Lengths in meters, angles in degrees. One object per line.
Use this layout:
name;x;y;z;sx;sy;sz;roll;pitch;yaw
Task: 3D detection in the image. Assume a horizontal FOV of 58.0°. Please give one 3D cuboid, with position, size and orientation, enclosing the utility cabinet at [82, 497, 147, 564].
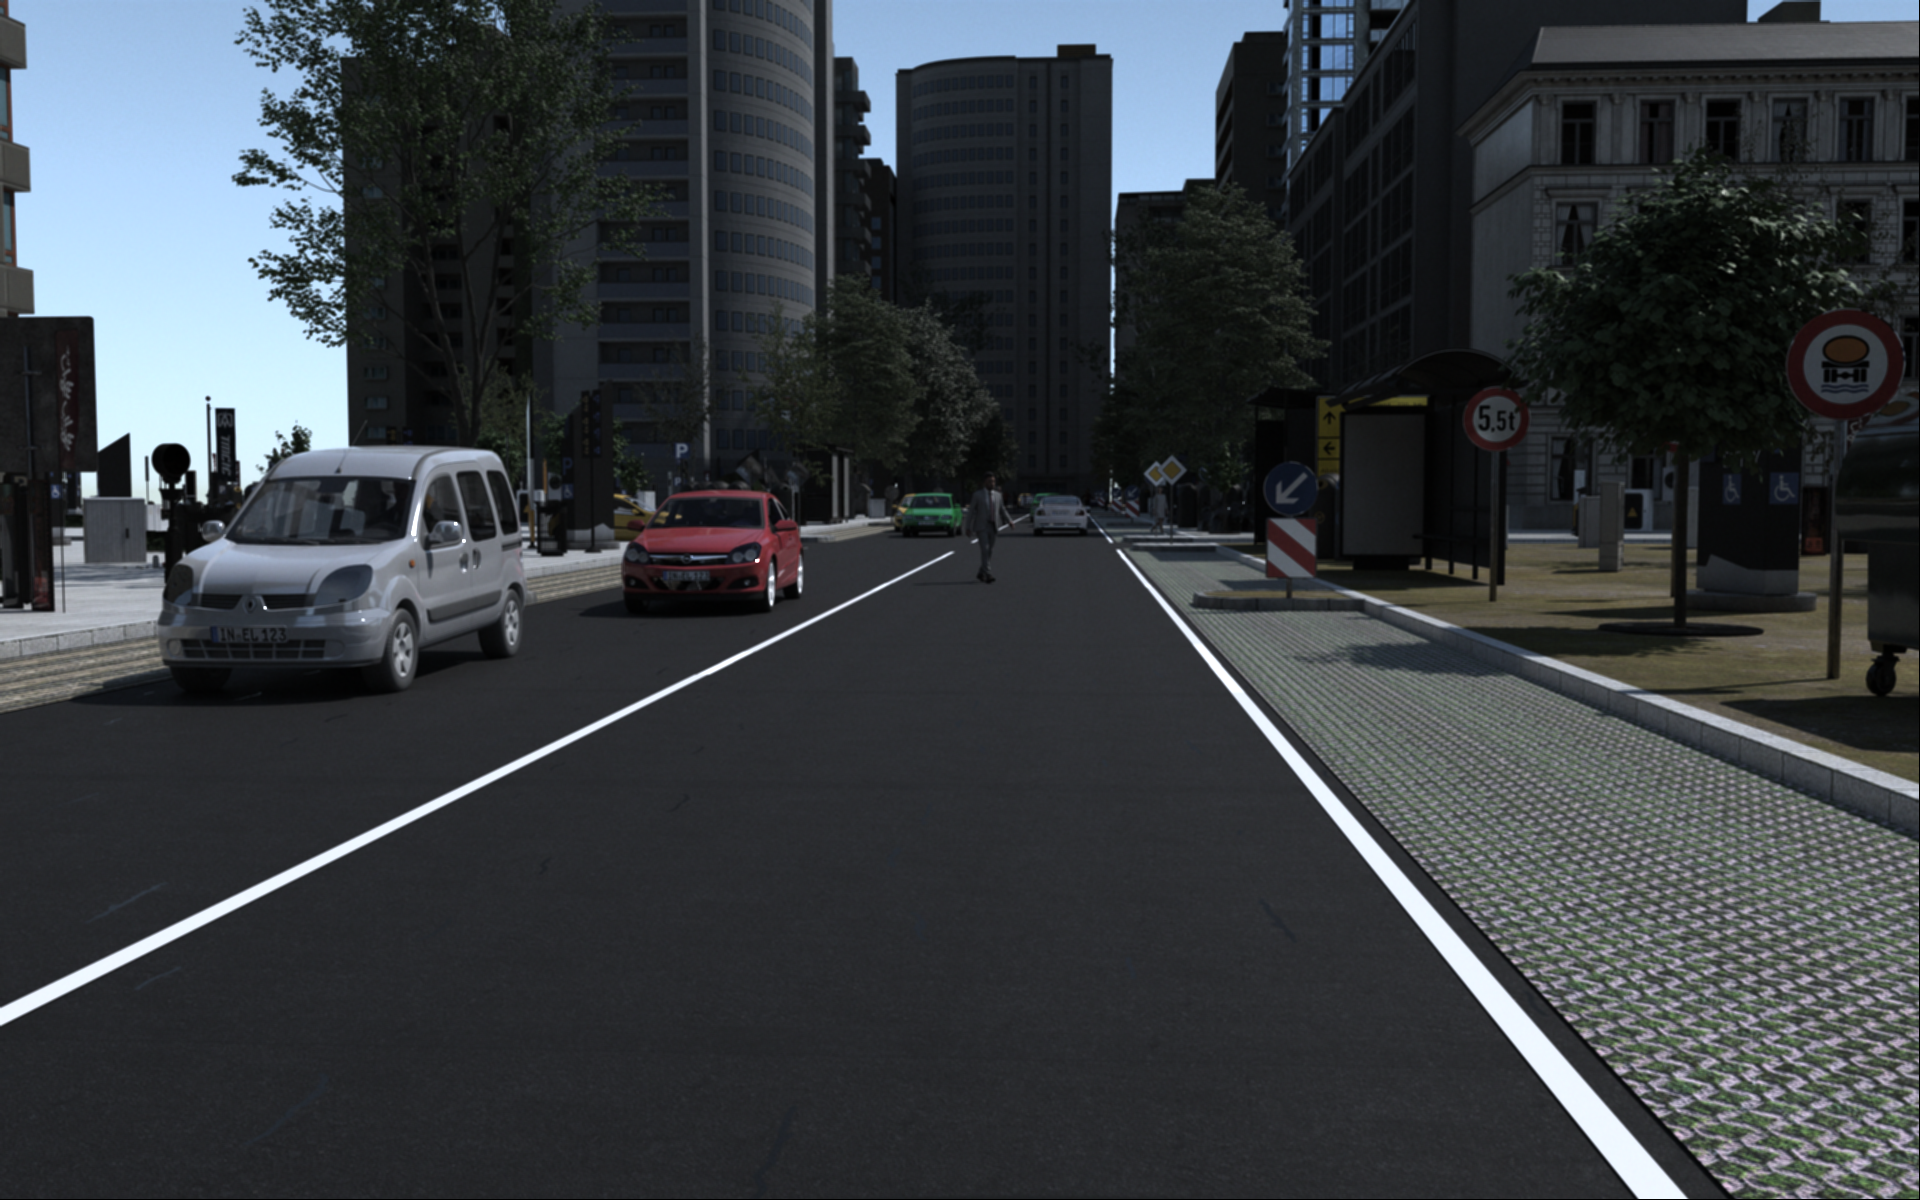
utility cabinet;-15.719;-1.287;32.212;1.020;1.237;0.306;-2;4;-34

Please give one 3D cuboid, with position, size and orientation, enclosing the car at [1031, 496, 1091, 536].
car;3.522;-2.943;60.477;2.083;1.381;4.827;0;4;4

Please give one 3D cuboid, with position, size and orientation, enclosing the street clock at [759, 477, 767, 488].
street clock;-8.522;-4.294;74.772;0.358;2.002;0.471;1;4;11

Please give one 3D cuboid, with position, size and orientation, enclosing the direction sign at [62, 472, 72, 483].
direction sign;-47.172;-6.072;91.278;0.379;3.537;0.876;1;4;20

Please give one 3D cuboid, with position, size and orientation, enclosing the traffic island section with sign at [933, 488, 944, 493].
traffic island section with sign;-1.264;-5.852;104.302;1.989;1.847;2.006;0;4;4

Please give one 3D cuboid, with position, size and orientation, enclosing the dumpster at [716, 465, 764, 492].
dumpster;-7.537;-3.436;58.669;1.502;2.255;1.985;0;4;4

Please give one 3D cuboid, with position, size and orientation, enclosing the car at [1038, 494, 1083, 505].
car;4.485;-4.135;77.390;2.009;1.686;4.222;0;4;2

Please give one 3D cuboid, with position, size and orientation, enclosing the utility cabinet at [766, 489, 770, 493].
utility cabinet;-8.146;-4.182;77.049;0.318;1.500;1.173;-3;5;-40

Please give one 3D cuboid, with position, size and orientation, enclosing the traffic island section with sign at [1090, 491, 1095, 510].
traffic island section with sign;12.435;-8.865;153.574;1.989;1.847;2.006;0;4;4

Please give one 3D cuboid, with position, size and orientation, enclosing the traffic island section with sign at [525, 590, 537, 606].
traffic island section with sign;-6.543;-0.829;22.177;1.989;1.847;2.006;0;4;4

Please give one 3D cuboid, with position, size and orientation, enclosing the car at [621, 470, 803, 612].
car;-3.115;-0.813;22.328;2.155;1.783;4.494;0;4;2

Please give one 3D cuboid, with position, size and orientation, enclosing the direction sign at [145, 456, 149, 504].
direction sign;-48.565;-6.821;103.514;0.379;3.537;0.876;-2;4;-34

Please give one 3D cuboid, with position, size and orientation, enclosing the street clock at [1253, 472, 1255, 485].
street clock;9.337;-3.019;53.932;0.358;2.002;0.471;-2;4;-28

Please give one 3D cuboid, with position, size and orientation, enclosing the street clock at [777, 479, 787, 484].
street clock;-8.598;-4.831;83.560;0.471;2.002;0.358;2;4;27

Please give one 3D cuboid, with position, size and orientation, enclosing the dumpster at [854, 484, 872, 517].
dumpster;-5.589;-5.490;95.527;1.264;1.857;1.865;0;4;4

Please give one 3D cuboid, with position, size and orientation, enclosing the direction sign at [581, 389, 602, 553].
direction sign;-8.040;-2.804;37.845;0.379;3.537;0.876;-3;4;-39

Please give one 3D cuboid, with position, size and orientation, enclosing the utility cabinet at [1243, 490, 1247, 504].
utility cabinet;14.241;-4.712;85.725;1.173;1.500;0.318;-3;5;-43

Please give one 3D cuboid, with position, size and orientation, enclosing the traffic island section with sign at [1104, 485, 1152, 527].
traffic island section with sign;7.502;-4.167;76.759;1.989;1.847;2.006;0;4;4

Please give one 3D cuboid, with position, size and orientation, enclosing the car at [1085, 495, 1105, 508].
car;12.838;-9.256;163.909;1.945;1.354;3.894;0;4;2

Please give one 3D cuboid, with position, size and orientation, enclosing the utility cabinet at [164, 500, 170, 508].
utility cabinet;-48.626;-5.985;106.530;0.318;1.500;1.173;-1;4;-8

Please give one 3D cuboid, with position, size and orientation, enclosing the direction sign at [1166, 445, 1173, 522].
direction sign;9.564;-5.309;78.794;0.379;3.537;0.876;1;4;20

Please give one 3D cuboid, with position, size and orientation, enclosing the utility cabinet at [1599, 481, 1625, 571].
utility cabinet;10.907;-1.239;28.935;0.318;1.500;1.173;2;4;25

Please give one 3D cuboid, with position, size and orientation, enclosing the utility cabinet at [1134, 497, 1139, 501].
utility cabinet;12.863;-7.015;123.372;1.173;1.500;0.318;-3;5;-43

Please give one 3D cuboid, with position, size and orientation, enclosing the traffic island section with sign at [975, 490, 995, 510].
traffic island section with sign;1.939;-8.907;154.254;1.989;1.847;2.006;0;4;4

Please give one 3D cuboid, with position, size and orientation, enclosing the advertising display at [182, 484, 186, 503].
advertising display;-51.693;-6.762;115.777;0.123;1.923;0.974;0;4;-2

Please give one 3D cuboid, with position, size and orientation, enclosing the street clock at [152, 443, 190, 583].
street clock;-11.286;-1.239;24.825;0.358;2.002;0.471;2;4;28

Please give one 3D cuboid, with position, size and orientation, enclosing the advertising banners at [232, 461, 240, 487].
advertising banners;-37.220;-5.792;90.892;2.074;3.025;0.090;-1;4;-11

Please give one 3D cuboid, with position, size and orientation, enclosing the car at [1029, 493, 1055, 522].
car;4.524;-4.894;88.810;1.959;1.807;4.718;0;4;4

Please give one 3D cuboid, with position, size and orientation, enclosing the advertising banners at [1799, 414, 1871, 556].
advertising banners;17.800;-2.442;36.110;2.074;3.025;0.090;2;4;30

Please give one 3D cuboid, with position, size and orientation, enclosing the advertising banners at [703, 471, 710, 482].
advertising banners;-18.074;-8.128;129.075;2.074;3.025;0.090;0;4;-6

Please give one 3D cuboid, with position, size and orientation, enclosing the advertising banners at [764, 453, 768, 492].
advertising banners;-8.085;-4.659;72.361;0.090;3.025;2.074;-1;4;-8

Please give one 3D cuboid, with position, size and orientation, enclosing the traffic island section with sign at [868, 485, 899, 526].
traffic island section with sign;-3.010;-4.197;77.257;1.989;1.847;2.006;0;4;4

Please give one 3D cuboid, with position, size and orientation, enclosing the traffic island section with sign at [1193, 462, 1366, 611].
traffic island section with sign;3.998;-0.818;22.004;1.989;1.847;2.006;0;4;4

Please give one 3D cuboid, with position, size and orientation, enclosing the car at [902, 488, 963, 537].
car;-0.912;-3.057;58.771;1.959;1.807;4.718;0;4;5

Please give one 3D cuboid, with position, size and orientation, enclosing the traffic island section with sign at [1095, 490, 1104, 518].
traffic island section with sign;9.234;-5.812;103.659;1.989;1.847;2.006;0;4;4

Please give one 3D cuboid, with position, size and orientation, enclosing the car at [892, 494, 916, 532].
car;-1.551;-3.457;66.741;2.015;1.641;3.980;0;4;4

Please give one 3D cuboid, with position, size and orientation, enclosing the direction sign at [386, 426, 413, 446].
direction sign;-18.798;-4.048;58.178;0.876;3.537;0.379;-2;4;-30

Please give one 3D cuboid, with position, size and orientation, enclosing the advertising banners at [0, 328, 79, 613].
advertising banners;-10.081;-1.391;18.932;2.074;3.025;0.090;3;4;39

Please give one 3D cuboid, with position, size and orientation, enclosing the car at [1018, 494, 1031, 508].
car;6.995;-10.699;185.158;2.015;1.641;3.980;0;4;4

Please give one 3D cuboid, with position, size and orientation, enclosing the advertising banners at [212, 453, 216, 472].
advertising banners;-32.062;-4.824;75.056;0.090;3.025;2.074;0;4;-7

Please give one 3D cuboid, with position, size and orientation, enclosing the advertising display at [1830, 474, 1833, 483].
advertising display;28.972;-3.170;57.045;0.974;1.923;0.123;-2;4;-30

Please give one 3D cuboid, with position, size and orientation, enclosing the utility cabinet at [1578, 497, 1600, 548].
utility cabinet;15.327;-1.852;41.447;1.020;1.237;0.306;-1;4;-13

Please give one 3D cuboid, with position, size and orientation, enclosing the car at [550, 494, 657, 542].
car;-9.394;-2.319;48.133;3.980;1.641;2.015;0;4;4

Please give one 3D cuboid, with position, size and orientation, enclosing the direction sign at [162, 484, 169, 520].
direction sign;-39.883;-5.806;86.919;0.379;3.537;0.876;-1;4;-19

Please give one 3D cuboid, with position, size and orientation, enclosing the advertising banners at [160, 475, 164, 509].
advertising banners;-54.823;-7.522;119.168;0.090;3.025;2.074;-1;4;-11

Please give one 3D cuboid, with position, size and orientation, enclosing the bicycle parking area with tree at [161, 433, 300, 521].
bicycle parking area with tree;-33.069;-5.850;82.653;9.016;4.147;8.231;-3;5;-42

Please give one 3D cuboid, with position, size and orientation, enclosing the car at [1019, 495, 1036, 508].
car;7.196;-10.237;179.731;2.083;1.381;4.827;0;4;4
